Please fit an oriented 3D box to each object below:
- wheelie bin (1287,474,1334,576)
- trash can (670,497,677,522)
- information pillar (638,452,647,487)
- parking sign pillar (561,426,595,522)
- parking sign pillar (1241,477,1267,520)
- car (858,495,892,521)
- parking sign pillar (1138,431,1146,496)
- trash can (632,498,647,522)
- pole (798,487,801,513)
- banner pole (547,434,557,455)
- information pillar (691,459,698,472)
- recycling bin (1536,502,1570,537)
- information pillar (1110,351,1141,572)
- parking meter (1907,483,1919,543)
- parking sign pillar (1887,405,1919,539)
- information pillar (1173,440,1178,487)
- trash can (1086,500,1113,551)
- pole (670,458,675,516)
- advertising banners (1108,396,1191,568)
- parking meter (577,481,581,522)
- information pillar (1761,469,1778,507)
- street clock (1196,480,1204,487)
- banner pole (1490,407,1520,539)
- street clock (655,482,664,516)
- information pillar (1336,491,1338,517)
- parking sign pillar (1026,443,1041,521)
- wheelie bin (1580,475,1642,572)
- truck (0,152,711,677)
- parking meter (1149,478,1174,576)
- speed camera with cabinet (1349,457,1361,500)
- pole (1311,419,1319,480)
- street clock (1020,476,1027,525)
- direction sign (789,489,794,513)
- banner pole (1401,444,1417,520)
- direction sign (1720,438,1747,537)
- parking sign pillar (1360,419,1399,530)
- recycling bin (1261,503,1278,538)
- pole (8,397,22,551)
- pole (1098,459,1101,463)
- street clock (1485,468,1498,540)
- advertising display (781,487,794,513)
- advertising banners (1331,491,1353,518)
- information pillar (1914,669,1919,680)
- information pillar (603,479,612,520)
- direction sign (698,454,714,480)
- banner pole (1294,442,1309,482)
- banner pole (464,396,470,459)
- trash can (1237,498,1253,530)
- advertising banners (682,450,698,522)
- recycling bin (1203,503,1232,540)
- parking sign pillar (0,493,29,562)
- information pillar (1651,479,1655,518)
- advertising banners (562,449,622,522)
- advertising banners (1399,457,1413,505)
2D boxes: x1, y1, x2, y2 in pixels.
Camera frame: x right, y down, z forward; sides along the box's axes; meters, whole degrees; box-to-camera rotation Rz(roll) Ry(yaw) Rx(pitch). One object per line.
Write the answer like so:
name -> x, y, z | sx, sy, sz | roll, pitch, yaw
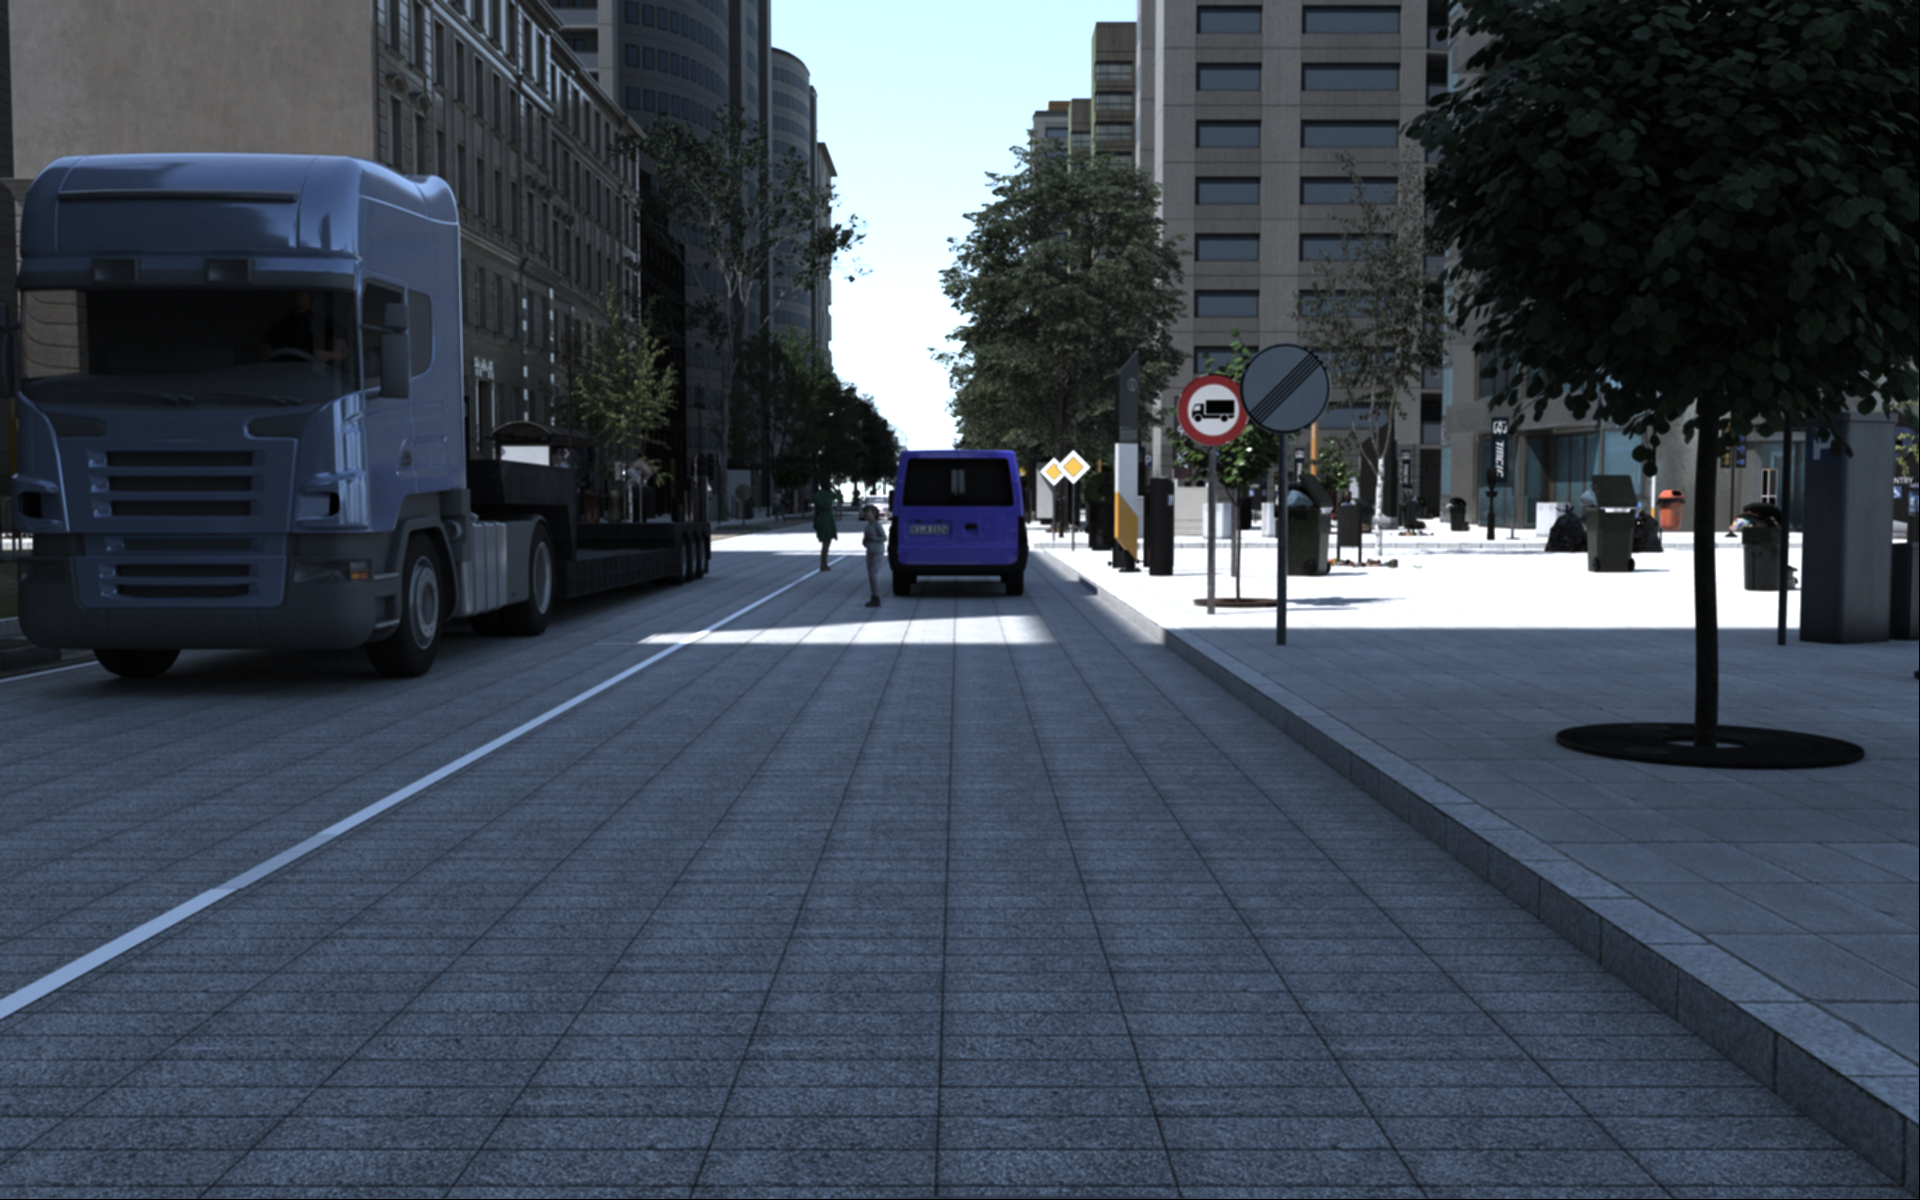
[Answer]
wheelie bin -> 5.446, -1.184, 27.274 | 0.693, 1.594, 0.980 | 2, 4, 31
trash can -> -12.686, -4.056, 77.965 | 0.748, 1.137, 0.748 | 0, 3, 0
information pillar -> -17.651, -6.417, 96.278 | 0.504, 3.616, 0.183 | 0, 4, -2
parking sign pillar -> -15.065, -4.877, 68.212 | 1.447, 3.967, 1.447 | 1, 4, 19
parking sign pillar -> 14.604, -5.963, 85.963 | 1.447, 3.967, 1.447 | -3, 5, -40
car -> -4.501, -5.072, 95.286 | 2.083, 1.381, 4.827 | 0, 4, 2
parking sign pillar -> 7.023, -5.051, 71.064 | 1.447, 3.967, 1.447 | -3, 4, -38
trash can -> -12.514, -3.413, 67.449 | 0.748, 1.137, 0.748 | 0, 3, 0
pole -> -11.158, -7.740, 120.384 | 0.158, 3.312, 0.155 | 0, 3, 0
banner pole -> -15.099, -4.530, 64.083 | 0.401, 3.779, 0.863 | -3, 5, -42
information pillar -> -17.803, -7.650, 116.435 | 0.504, 3.616, 0.183 | 1, 4, 21
recycling bin -> 17.899, -2.430, 52.288 | 0.722, 1.027, 0.722 | -3, 4, -37
information pillar -> 2.734, -2.262, 28.346 | 0.504, 3.616, 0.183 | -3, 5, -42
parking meter -> 20.956, -1.804, 37.910 | 0.372, 1.533, 0.369 | 0, 3, 0
parking sign pillar -> 27.048, -3.752, 49.819 | 1.447, 3.967, 1.447 | -2, 4, -30
information pillar -> 6.997, -3.971, 56.287 | 0.183, 3.616, 0.504 | 0, 4, -2
trash can -> 3.241, -1.705, 39.526 | 0.748, 1.137, 0.748 | 0, 3, 0
pole -> -16.828, -6.559, 101.078 | 0.158, 3.312, 0.155 | 0, 3, 0
advertising banners -> 3.404, -2.099, 30.506 | 2.074, 3.025, 0.090 | -3, 4, -38
parking meter -> -14.717, -3.710, 66.366 | 0.255, 1.863, 0.399 | 1, 4, 18
information pillar -> 23.674, -2.825, 50.686 | 0.304, 2.012, 0.304 | -1, 4, -13
street clock -> 12.801, -5.355, 92.126 | 0.471, 2.002, 0.358 | 0, 4, 5
banner pole -> 15.595, -3.641, 49.545 | 0.863, 3.779, 0.401 | 1, 4, 22
street clock -> -17.328, -5.833, 99.940 | 0.358, 2.002, 0.471 | 2, 4, 33
information pillar -> 19.852, -5.356, 92.067 | 0.304, 2.012, 0.304 | -2, 4, -32
parking sign pillar -> 3.483, -5.815, 83.550 | 1.447, 3.967, 1.447 | 0, 4, -7
wheelie bin -> 10.697, -1.265, 28.584 | 0.980, 1.594, 0.693 | 0, 4, 0
truck -> -5.449, -1.882, 20.523 | 2.967, 4.110, 18.799 | 0, 4, 0
parking meter -> 3.171, -1.153, 27.270 | 0.372, 1.533, 0.369 | 0, 3, 0
speed camera with cabinet -> 21.487, -5.984, 92.166 | 0.660, 3.252, 2.038 | 3, 5, 43
pole -> 9.595, -3.244, 46.875 | 0.158, 3.312, 0.155 | 0, 3, 0
street clock -> 2.494, -3.945, 69.066 | 0.358, 2.002, 0.471 | -1, 4, -20
direction sign -> -11.408, -7.635, 116.825 | 0.379, 3.537, 0.876 | -2, 4, -32
banner pole -> 22.376, -5.890, 86.324 | 0.863, 3.779, 0.401 | 0, 4, 1
direction sign -> 22.982, -3.640, 51.507 | 0.379, 3.537, 0.876 | -2, 4, -26
parking sign pillar -> 15.122, -4.530, 62.538 | 1.447, 3.967, 1.447 | -3, 5, -44
recycling bin -> 9.380, -2.374, 51.368 | 0.722, 1.027, 0.722 | 0, 4, -7
pole -> -19.153, -2.524, 35.105 | 0.158, 3.312, 0.155 | 0, 3, 0
pole -> 7.919, -6.382, 98.184 | 0.158, 3.312, 0.155 | 0, 3, 0
street clock -> 14.826, -2.676, 48.317 | 0.358, 2.002, 0.471 | 1, 4, 10
advertising display -> -11.727, -6.879, 117.681 | 0.974, 1.923, 0.123 | -2, 4, -33
advertising banners -> 18.750, -5.569, 87.242 | 2.074, 3.025, 0.090 | 0, 4, 3
information pillar -> 6.749, -1.258, 11.919 | 0.183, 3.616, 0.504 | 1, 4, 19
information pillar -> -17.187, -4.894, 84.509 | 0.304, 2.012, 0.304 | 1, 4, 16
direction sign -> -14.399, -6.499, 98.252 | 0.876, 3.537, 0.379 | -1, 4, -19
banner pole -> 16.459, -5.699, 83.189 | 0.863, 3.779, 0.401 | 1, 4, 20
banner pole -> -11.358, -2.981, 38.761 | 0.863, 3.779, 0.401 | 0, 4, -2
trash can -> 10.167, -3.093, 62.224 | 0.748, 1.137, 0.748 | 0, 3, 0
advertising banners -> -10.681, -4.433, 68.660 | 0.090, 3.025, 2.074 | 0, 4, 8
recycling bin -> 7.404, -2.249, 49.320 | 0.722, 1.027, 0.722 | 3, 5, 45
parking sign pillar -> -18.561, -2.717, 32.891 | 1.447, 3.967, 1.447 | -2, 4, -35
information pillar -> 19.628, -3.526, 48.997 | 0.183, 3.616, 0.504 | 1, 4, 23
advertising banners -> -11.563, -3.567, 54.503 | 2.074, 3.025, 0.090 | -2, 4, -29
advertising banners -> 21.116, -5.251, 82.050 | 0.090, 3.025, 2.074 | 2, 4, 32
